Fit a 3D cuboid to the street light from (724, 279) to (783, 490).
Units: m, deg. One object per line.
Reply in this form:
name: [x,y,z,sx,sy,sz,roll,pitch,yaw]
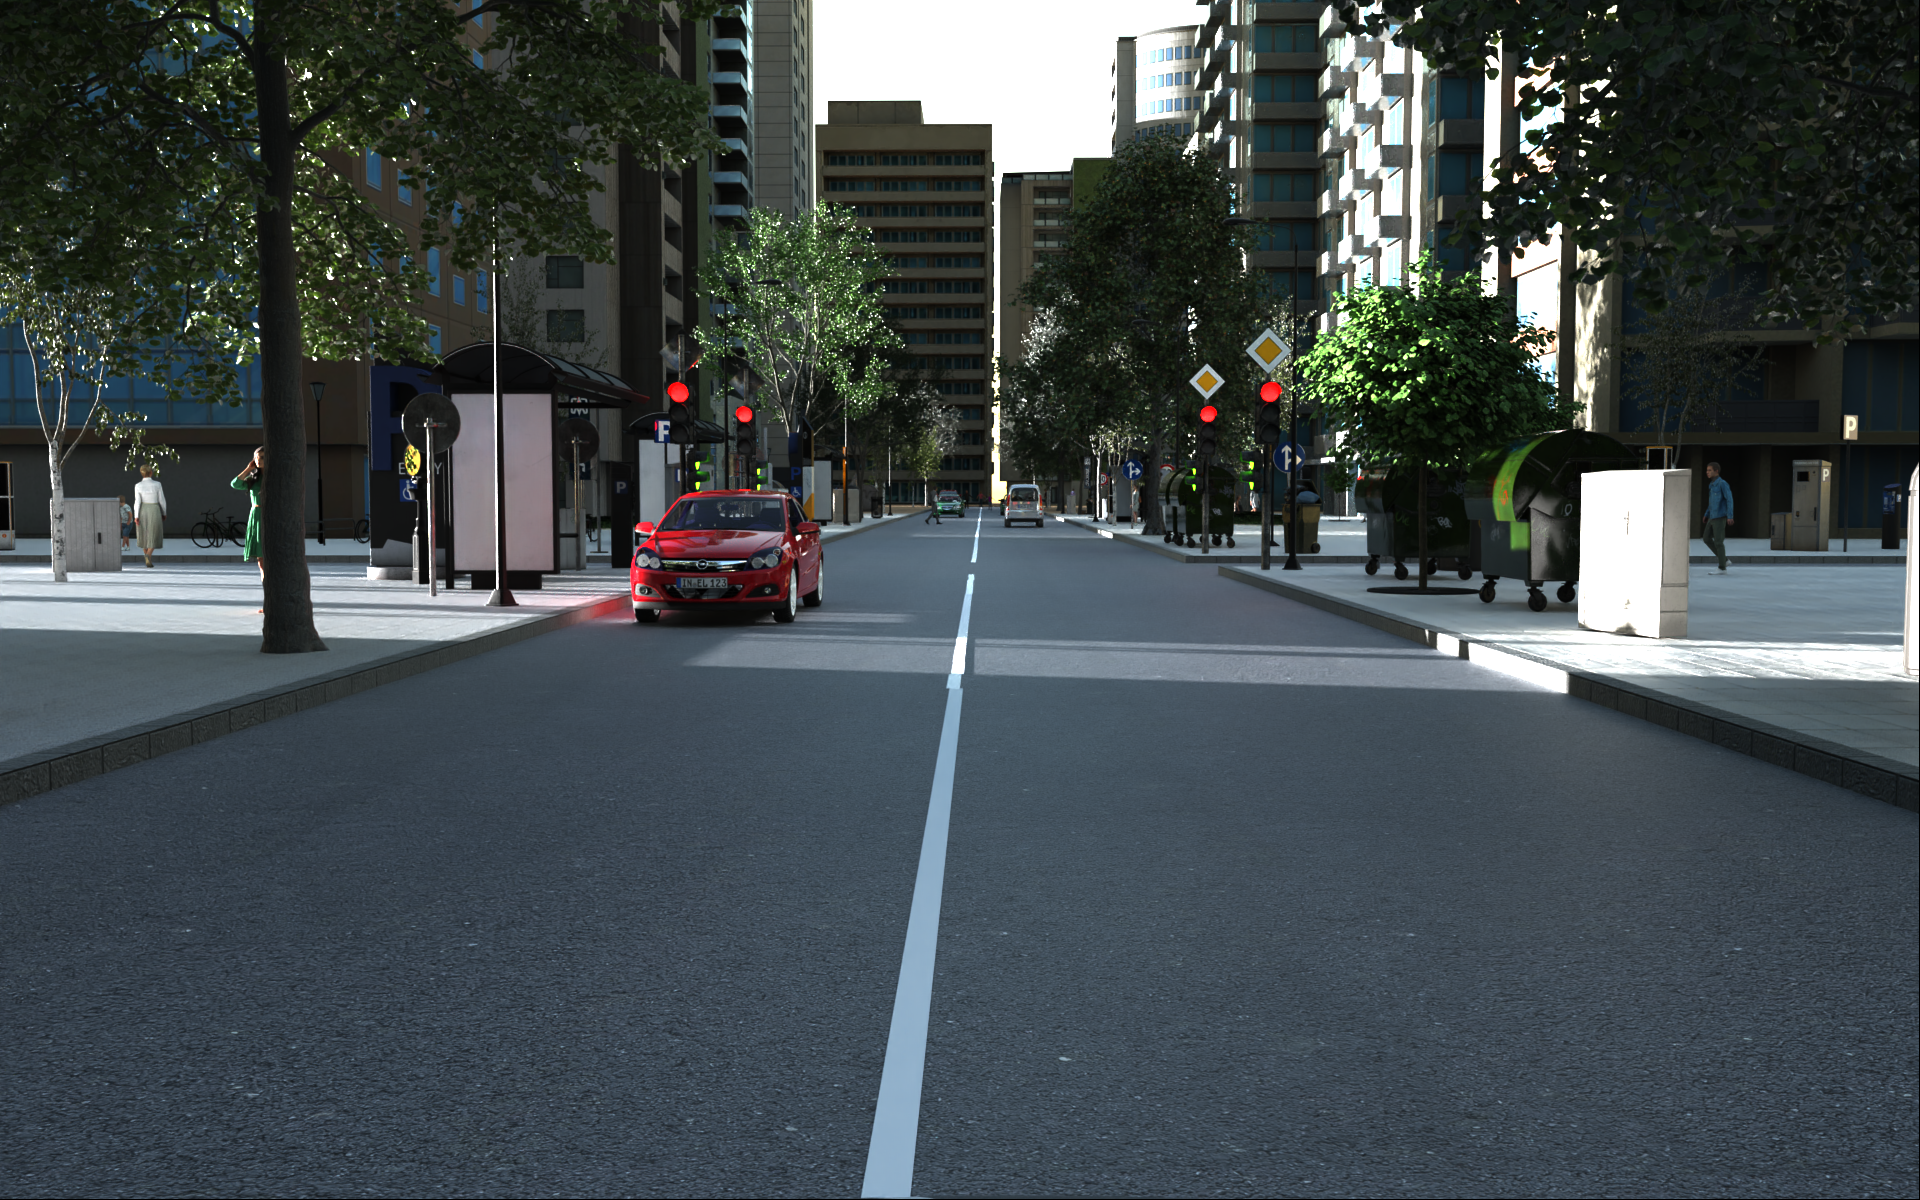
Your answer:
street light: [-4.531,-3.977,37.560,1.470,5.913,1.316,0,4,1]

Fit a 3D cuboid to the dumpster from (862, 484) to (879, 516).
dumpster: [-5.517,-5.991,103.704,1.264,1.857,1.865,0,4,1]

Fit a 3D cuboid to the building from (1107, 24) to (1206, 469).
building: [33.022,-41.216,215.887,28.212,58.520,21.231,0,4,1]

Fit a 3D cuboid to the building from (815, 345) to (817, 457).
building: [-32.453,-23.032,221.614,28.899,21.520,27.650,0,4,1]

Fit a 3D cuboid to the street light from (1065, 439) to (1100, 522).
street light: [5.720,-6.554,79.695,1.470,5.913,1.316,0,4,1]

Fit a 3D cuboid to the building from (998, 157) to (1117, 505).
building: [11.827,-32.386,213.103,14.086,41.232,14.154,0,4,1]

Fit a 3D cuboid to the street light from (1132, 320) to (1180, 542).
street light: [5.273,-4.509,46.268,1.470,5.913,1.316,0,4,1]

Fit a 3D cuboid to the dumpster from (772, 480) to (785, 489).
dumpster: [-7.672,-3.874,69.100,1.264,1.857,1.865,0,4,1]

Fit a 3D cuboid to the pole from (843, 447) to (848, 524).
pole: [-4.973,-4.977,75.223,0.158,3.312,0.155,0,3,0]

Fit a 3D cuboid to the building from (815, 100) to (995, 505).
building: [-6.527,-36.273,216.758,21.600,48.544,21.300,0,4,1]

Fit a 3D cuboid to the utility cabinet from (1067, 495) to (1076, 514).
utility cabinet: [7.034,-6.009,109.404,0.306,1.237,1.020,1,4,21]

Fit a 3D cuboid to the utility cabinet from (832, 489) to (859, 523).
utility cabinet: [-5.049,-4.149,76.509,1.173,1.500,0.318,-2,4,-26]

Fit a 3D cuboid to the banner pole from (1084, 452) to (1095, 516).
banner pole: [7.651,-6.859,102.169,0.863,3.779,0.401,-2,4,-25]

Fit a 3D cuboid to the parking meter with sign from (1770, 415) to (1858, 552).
parking meter with sign: [19.143,-2.610,38.934,0.543,3.016,1.738,-2,4,-33]

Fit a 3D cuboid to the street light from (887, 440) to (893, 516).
street light: [-3.592,-7.942,102.388,1.470,5.913,1.316,0,4,1]

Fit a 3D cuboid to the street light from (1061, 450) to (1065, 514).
street light: [6.141,-8.536,112.110,1.470,5.913,1.316,0,4,1]

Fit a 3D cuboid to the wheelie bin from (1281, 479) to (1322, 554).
wheelie bin: [7.374,-1.803,37.394,0.693,1.594,0.980,-2,4,-35]

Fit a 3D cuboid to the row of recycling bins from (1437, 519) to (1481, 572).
row of recycling bins: [9.801,-1.346,29.115,3.534,1.692,1.069,0,4,-1]

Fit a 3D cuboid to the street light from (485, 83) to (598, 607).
street light: [-4.720,-2.885,19.705,1.470,5.913,1.316,0,4,1]

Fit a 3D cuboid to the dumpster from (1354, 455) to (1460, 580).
dumpster: [6.992,-1.469,26.512,1.502,2.255,1.985,0,4,1]

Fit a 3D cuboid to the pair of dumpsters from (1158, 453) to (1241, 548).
pair of dumpsters: [5.918,-2.478,43.008,1.574,2.255,4.437,0,4,1]

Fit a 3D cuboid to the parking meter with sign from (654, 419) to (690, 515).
parking meter with sign: [-6.517,-2.667,39.865,0.543,3.016,1.738,-2,4,-27]

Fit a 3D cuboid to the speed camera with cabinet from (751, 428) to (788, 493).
speed camera with cabinet: [-5.786,-3.542,52.244,0.660,3.252,2.038,1,4,14]

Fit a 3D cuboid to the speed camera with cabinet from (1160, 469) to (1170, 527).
speed camera with cabinet: [7.315,-4.163,62.407,0.660,3.252,2.038,0,4,6]

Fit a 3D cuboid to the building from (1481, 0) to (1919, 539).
building: [31.623,-24.653,57.696,28.867,44.769,22.147,0,4,1]

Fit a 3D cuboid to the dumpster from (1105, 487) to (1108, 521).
dumpster: [7.454,-4.592,80.830,1.264,1.857,1.865,0,4,1]

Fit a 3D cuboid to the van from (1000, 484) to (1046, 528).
van: [2.774,-4.194,75.580,2.013,2.044,4.112,0,4,1]

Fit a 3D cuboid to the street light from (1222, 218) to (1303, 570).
street light: [5.112,-3.470,29.278,1.470,5.913,1.316,0,4,1]

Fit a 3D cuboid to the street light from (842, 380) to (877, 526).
street light: [-4.046,-5.959,69.974,1.470,5.913,1.316,0,4,1]

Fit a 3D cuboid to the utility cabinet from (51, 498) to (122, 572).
utility cabinet: [-14.457,-1.071,28.669,1.020,1.237,0.306,-2,4,-26]

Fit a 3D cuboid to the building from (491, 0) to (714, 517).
building: [-20.741,-19.370,88.395,14.160,30.474,14.107,0,4,1]

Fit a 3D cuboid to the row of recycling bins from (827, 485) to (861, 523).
row of recycling bins: [-5.282,-4.410,79.213,1.069,1.692,3.534,-1,4,-18]

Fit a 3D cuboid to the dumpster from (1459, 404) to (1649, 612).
dumpster: [6.706,-1.044,19.562,1.502,2.255,1.985,0,4,1]

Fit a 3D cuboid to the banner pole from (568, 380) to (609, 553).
banner pole: [-8.079,-2.908,37.560,0.863,3.779,0.401,-2,4,-24]

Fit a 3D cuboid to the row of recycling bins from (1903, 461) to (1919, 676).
row of recycling bins: [7.559,-0.238,11.001,1.069,1.692,3.534,-1,4,-15]

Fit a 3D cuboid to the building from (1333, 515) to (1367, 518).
building: [32.028,-28.987,93.544,23.786,49.044,30.456,0,4,1]

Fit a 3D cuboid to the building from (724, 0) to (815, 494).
building: [-25.144,-44.551,166.657,20.611,71.187,20.563,0,4,1]

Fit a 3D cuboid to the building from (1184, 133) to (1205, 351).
building: [34.770,-28.923,164.766,32.217,40.220,23.993,0,4,1]

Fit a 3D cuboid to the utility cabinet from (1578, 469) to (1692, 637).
utility cabinet: [6.127,-0.435,15.795,0.318,1.500,1.173,-1,4,-15]

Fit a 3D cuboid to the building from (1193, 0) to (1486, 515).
building: [30.553,-31.643,136.970,23.786,49.044,30.456,0,4,1]

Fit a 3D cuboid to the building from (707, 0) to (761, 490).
building: [-25.920,-49.776,126.502,22.319,86.520,31.000,0,4,1]
